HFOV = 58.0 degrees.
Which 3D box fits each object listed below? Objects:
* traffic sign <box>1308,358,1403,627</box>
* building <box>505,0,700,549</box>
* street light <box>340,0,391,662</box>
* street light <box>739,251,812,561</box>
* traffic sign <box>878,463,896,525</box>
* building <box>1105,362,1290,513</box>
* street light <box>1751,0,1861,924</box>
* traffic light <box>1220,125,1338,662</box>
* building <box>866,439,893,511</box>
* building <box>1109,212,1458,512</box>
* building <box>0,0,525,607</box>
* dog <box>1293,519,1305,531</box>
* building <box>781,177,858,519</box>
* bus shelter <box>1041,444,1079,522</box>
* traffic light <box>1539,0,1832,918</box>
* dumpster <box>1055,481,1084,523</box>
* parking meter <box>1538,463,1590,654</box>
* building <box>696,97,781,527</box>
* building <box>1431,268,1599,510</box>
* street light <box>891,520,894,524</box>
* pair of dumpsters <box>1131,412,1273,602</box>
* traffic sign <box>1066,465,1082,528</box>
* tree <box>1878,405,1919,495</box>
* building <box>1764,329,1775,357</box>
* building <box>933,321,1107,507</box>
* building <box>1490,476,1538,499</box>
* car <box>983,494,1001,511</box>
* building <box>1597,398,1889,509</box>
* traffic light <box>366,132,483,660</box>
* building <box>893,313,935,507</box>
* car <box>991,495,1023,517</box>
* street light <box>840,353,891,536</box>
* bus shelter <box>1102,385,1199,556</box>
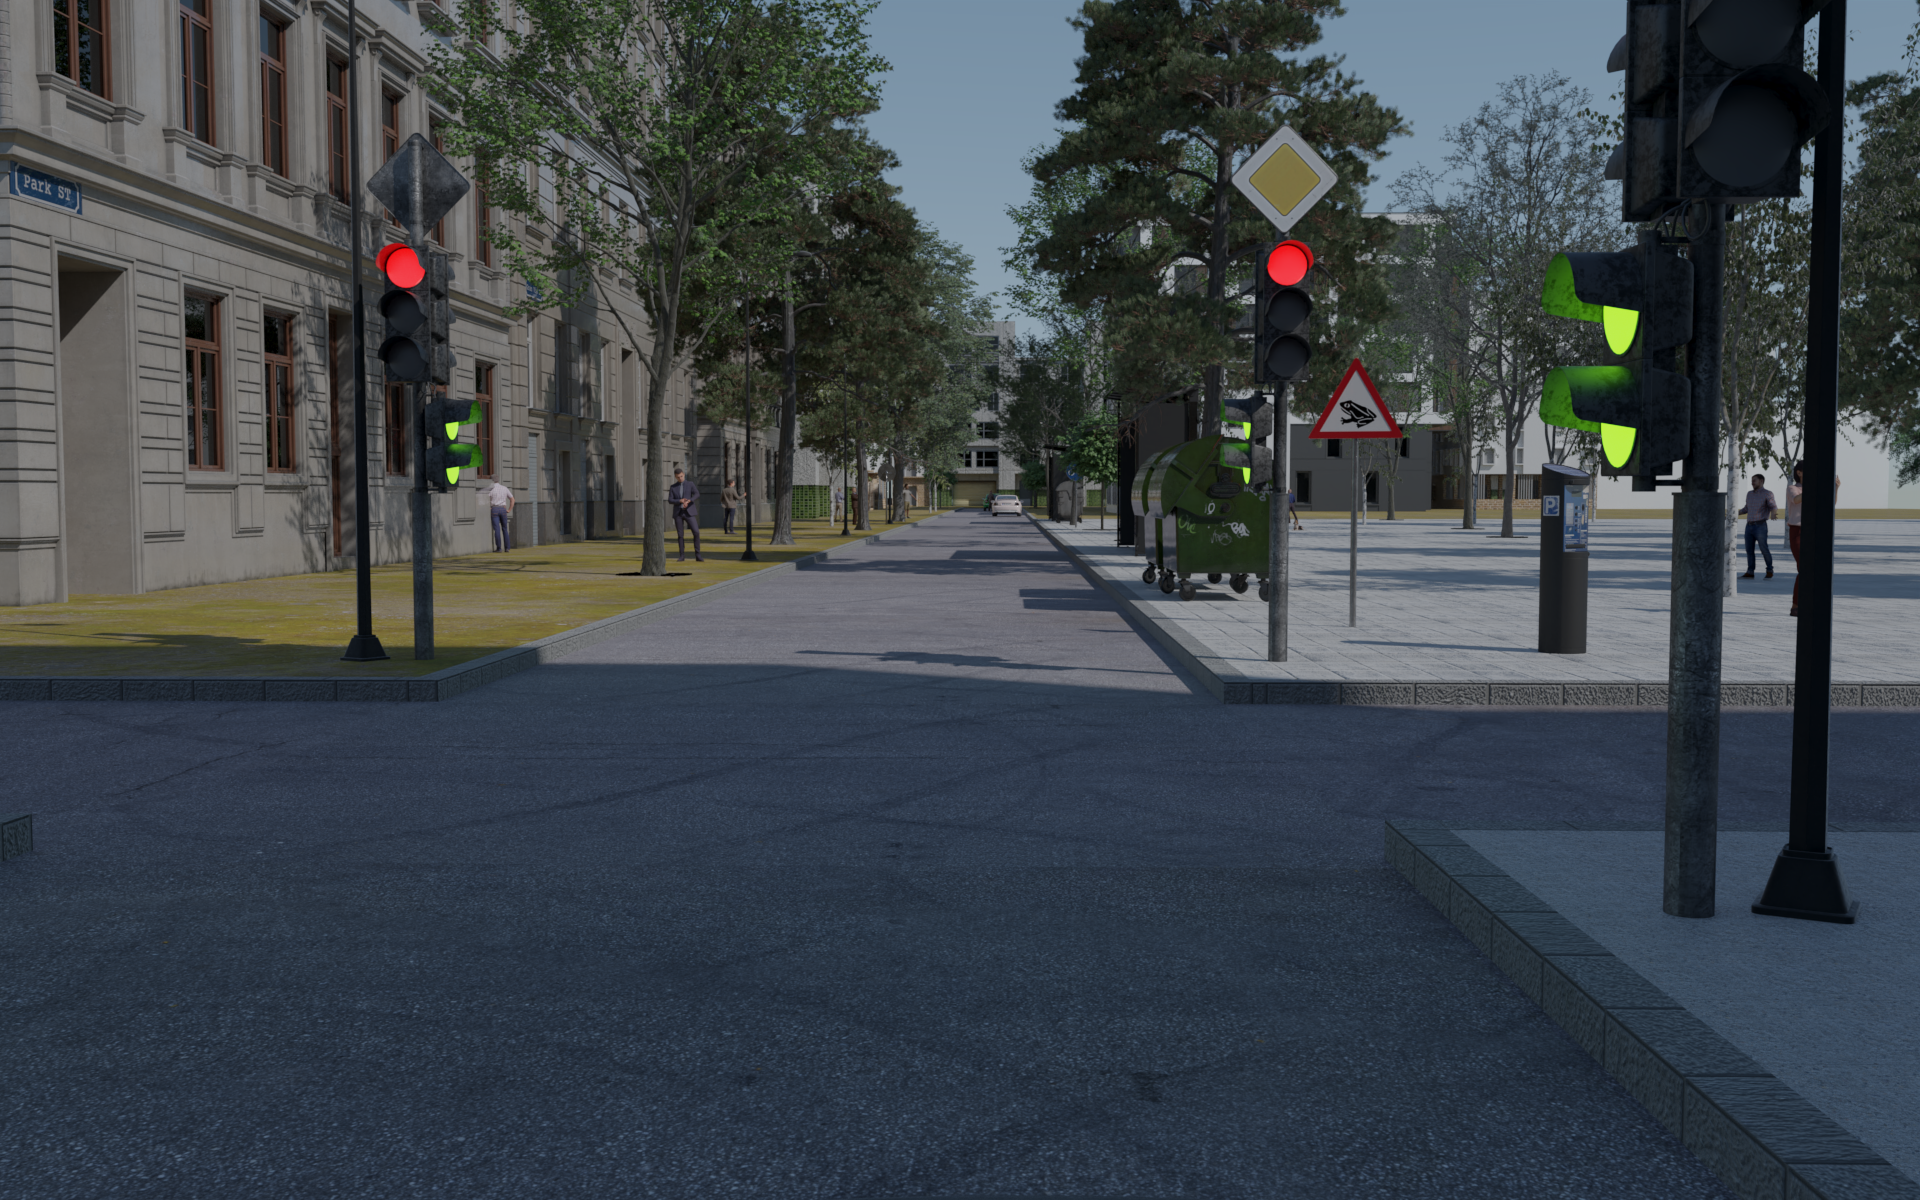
[{"bbox_3d":[3.787,-1.017,16.636,0.884,2.594,0.081,0,4,8],"label":"traffic sign"},{"bbox_3d":[-15.659,-15.570,51.826,12.463,27.353,25.104,0,4,1],"label":"building"},{"bbox_3d":[-4.066,-2.488,13.215,1.470,5.913,1.316,0,4,1],"label":"street light"},{"bbox_3d":[-3.535,-3.714,33.258,1.470,5.913,1.316,0,4,1],"label":"street light"},{"bbox_3d":[-3.066,-4.407,72.165,0.768,2.556,0.104,1,4,9],"label":"traffic sign"},{"bbox_3d":[14.774,-10.426,112.620,9.099,9.664,28.070,0,4,1],"label":"building"},{"bbox_3d":[2.069,-1.996,5.183,1.470,5.913,1.316,0,4,1],"label":"street light"},{"bbox_3d":[2.419,-1.464,13.176,0.839,4.213,0.868,0,4,1],"label":"traffic light"},{"bbox_3d":[-12.303,-18.088,152.150,11.380,20.091,16.016,0,4,1],"label":"building"},{"bbox_3d":[25.902,-18.245,142.281,27.936,21.610,32.646,0,4,1],"label":"building"},{"bbox_3d":[-15.393,-11.787,28.872,11.583,22.565,21.152,0,4,1],"label":"building"},{"bbox_3d":[11.997,-2.653,61.106,0.748,0.427,0.550,-1,4,-10],"label":"dog"},{"bbox_3d":[-15.410,-14.576,104.767,16.747,18.905,31.486,0,4,1],"label":"building"},{"bbox_3d":[4.862,-5.654,83.721,1.731,3.624,6.357,0,4,1],"label":"bus shelter"},{"bbox_3d":[2.214,-0.975,5.193,0.839,4.213,0.868,0,4,1],"label":"traffic light"},{"bbox_3d":[4.846,-4.317,76.343,1.264,1.857,1.865,0,4,1],"label":"dumpster"},{"bbox_3d":[4.886,-0.342,14.008,0.372,1.533,0.369,0,3,0],"label":"parking meter"},{"bbox_3d":[-13.570,-12.888,75.350,10.561,19.102,19.286,0,4,1],"label":"building"},{"bbox_3d":[47.572,-18.004,150.792,11.380,20.091,16.016,0,4,1],"label":"building"},{"bbox_3d":[-2.468,-6.206,74.008,1.470,5.913,1.316,0,4,1],"label":"street light"},{"bbox_3d":[3.180,-1.230,22.605,1.574,2.255,4.436,0,4,2],"label":"pair of dumpsters"},{"bbox_3d":[4.447,-4.050,66.327,0.768,2.556,0.104,1,4,9],"label":"traffic sign"},{"bbox_3d":[53.377,-7.042,78.039,20.602,7.101,11.467,0,4,7],"label":"tree"},{"bbox_3d":[77.503,-20.006,183.515,11.380,20.091,16.016,0,4,1],"label":"building"},{"bbox_3d":[13.156,-19.506,185.372,31.486,18.905,16.747,0,4,1],"label":"building"},{"bbox_3d":[44.720,-19.489,185.107,31.486,18.905,16.747,0,4,1],"label":"building"},{"bbox_3d":[2.864,-8.454,147.011,1.959,1.807,4.718,0,4,0],"label":"car"},{"bbox_3d":[68.381,-12.973,154.251,28.070,9.664,9.099,0,4,1],"label":"building"},{"bbox_3d":[-4.141,-1.473,13.327,0.839,4.213,0.868,0,4,1],"label":"traffic light"},{"bbox_3d":[-8.282,-20.121,185.395,11.380,20.091,16.016,0,4,1],"label":"building"},{"bbox_3d":[3.024,-6.056,111.380,2.083,1.381,4.827,0,4,3],"label":"car"},{"bbox_3d":[-2.987,-4.939,53.300,1.470,5.913,1.316,0,4,1],"label":"street light"},{"bbox_3d":[4.197,-2.896,38.634,1.731,3.624,6.357,0,4,2],"label":"bus shelter"}]
